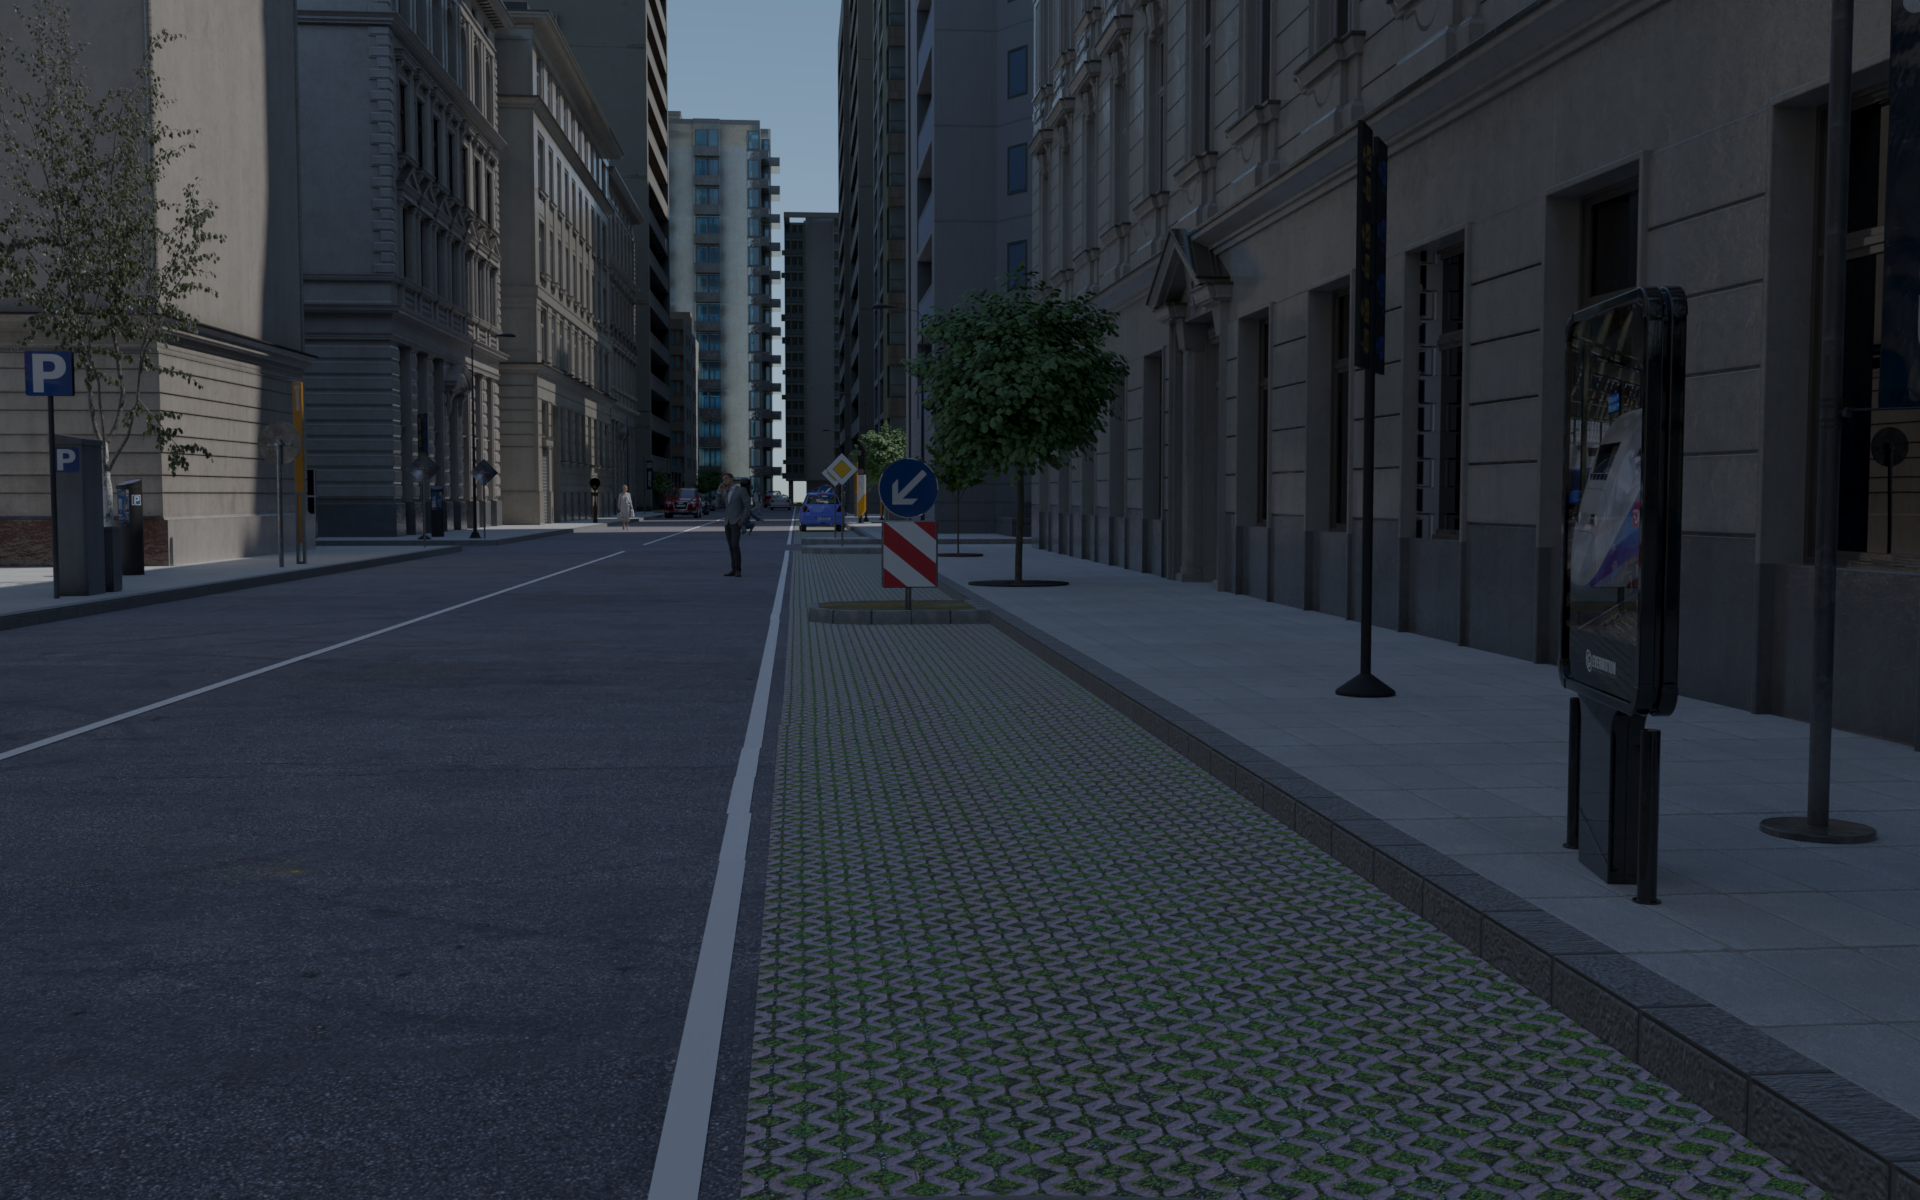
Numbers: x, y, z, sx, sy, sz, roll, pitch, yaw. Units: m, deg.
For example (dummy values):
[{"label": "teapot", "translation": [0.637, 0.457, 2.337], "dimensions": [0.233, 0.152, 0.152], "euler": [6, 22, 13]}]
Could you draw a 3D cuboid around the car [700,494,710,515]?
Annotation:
[{"label": "car", "translation": [-18.174, -6.681, 119.013], "dimensions": [2.009, 1.686, 4.222], "euler": [0, 4, -5]}]

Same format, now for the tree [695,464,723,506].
[{"label": "tree", "translation": [-27.047, -12.465, 187.519], "dimensions": [4.285, 4.588, 4.351], "euler": [0, 3, 0]}]

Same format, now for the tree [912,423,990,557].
[{"label": "tree", "translation": [-0.169, -2.506, 35.582], "dimensions": [1.663, 3.219, 1.824], "euler": [0, 3, 0]}]

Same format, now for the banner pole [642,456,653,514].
[{"label": "banner pole", "translation": [-20.523, -7.569, 113.767], "dimensions": [0.863, 3.779, 0.401], "euler": [1, 4, 17]}]

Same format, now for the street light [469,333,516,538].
[{"label": "street light", "translation": [-13.516, -4.742, 50.079], "dimensions": [1.470, 5.913, 1.316], "euler": [0, 4, -5]}]

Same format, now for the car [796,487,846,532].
[{"label": "car", "translation": [-5.356, -3.504, 66.877], "dimensions": [1.945, 1.707, 3.694], "euler": [0, 4, -7]}]

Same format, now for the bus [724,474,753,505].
[{"label": "bus", "translation": [-23.242, -11.439, 181.893], "dimensions": [2.948, 3.499, 13.247], "euler": [0, 4, -7]}]

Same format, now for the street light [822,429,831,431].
[{"label": "street light", "translation": [-9.186, -9.299, 124.578], "dimensions": [1.470, 5.913, 1.316], "euler": [0, 4, -5]}]

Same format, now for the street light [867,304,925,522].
[{"label": "street light", "translation": [-1.458, -4.279, 42.502], "dimensions": [1.470, 5.913, 1.316], "euler": [0, 4, -5]}]

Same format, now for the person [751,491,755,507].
[{"label": "person", "translation": [-23.400, -11.477, 196.143], "dimensions": [0.705, 1.824, 1.348], "euler": [1, 4, 21]}]

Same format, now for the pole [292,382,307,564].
[{"label": "pole", "translation": [-12.086, -2.315, 31.700], "dimensions": [0.158, 3.312, 0.155], "euler": [0, 3, 0]}]

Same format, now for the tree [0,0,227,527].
[{"label": "tree", "translation": [-12.581, -4.580, 25.242], "dimensions": [4.360, 8.622, 3.978], "euler": [0, 3, 0]}]

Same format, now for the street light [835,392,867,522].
[{"label": "street light", "translation": [-4.852, -6.531, 79.328], "dimensions": [1.470, 5.913, 1.316], "euler": [0, 4, -5]}]

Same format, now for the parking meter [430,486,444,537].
[{"label": "parking meter", "translation": [-15.633, -2.654, 51.803], "dimensions": [0.372, 1.533, 0.369], "euler": [0, 3, 0]}]

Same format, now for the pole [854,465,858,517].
[{"label": "pole", "translation": [-5.835, -6.331, 97.357], "dimensions": [0.158, 3.312, 0.155], "euler": [0, 3, 0]}]

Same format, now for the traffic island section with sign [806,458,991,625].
[{"label": "traffic island section with sign", "translation": [-0.740, -0.685, 19.829], "dimensions": [1.989, 1.847, 2.006], "euler": [0, 4, -5]}]

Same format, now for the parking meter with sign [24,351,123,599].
[{"label": "parking meter with sign", "translation": [-11.181, -1.573, 21.979], "dimensions": [0.543, 3.016, 1.738], "euler": [0, 4, -7]}]

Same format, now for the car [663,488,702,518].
[{"label": "car", "translation": [-16.614, -5.830, 103.985], "dimensions": [2.281, 1.827, 5.304], "euler": [0, 4, -6]}]

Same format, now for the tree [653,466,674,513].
[{"label": "tree", "translation": [-20.355, -7.580, 118.532], "dimensions": [1.663, 3.219, 1.824], "euler": [0, 3, 0]}]

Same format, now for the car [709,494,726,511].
[{"label": "car", "translation": [-20.279, -8.264, 147.123], "dimensions": [2.014, 1.417, 4.499], "euler": [0, 4, -4]}]

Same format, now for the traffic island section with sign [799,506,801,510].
[{"label": "traffic island section with sign", "translation": [-5.966, -4.093, 75.550], "dimensions": [1.989, 1.847, 2.006], "euler": [0, 4, -5]}]

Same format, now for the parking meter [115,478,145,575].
[{"label": "parking meter", "translation": [-13.135, -1.163, 27.421], "dimensions": [0.372, 1.533, 0.369], "euler": [0, 3, 0]}]

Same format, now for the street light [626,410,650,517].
[{"label": "street light", "translation": [-17.862, -7.545, 95.909], "dimensions": [1.470, 5.913, 1.316], "euler": [0, 4, -5]}]

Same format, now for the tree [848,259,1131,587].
[{"label": "tree", "translation": [0.762, -2.487, 24.375], "dimensions": [4.285, 4.588, 4.351], "euler": [0, 3, 0]}]

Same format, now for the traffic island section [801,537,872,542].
[{"label": "traffic island section", "translation": [-3.611, -1.723, 50.447], "dimensions": [2.009, 0.180, 2.903], "euler": [0, 4, -5]}]

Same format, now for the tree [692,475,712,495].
[{"label": "tree", "translation": [-26.725, -11.376, 180.592], "dimensions": [1.663, 3.219, 1.824], "euler": [0, 3, 0]}]

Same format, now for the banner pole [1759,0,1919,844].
[{"label": "banner pole", "translation": [3.410, -0.994, 6.272], "dimensions": [0.863, 3.779, 0.401], "euler": [3, 5, 42]}]

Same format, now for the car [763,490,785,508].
[{"label": "car", "translation": [-19.554, -10.584, 181.723], "dimensions": [2.281, 1.827, 5.304], "euler": [0, 4, -5]}]

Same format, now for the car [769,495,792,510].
[{"label": "car", "translation": [-15.984, -8.682, 154.309], "dimensions": [2.083, 1.381, 4.827], "euler": [0, 4, -5]}]

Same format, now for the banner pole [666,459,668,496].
[{"label": "banner pole", "translation": [-20.739, -8.112, 122.640], "dimensions": [0.401, 3.779, 0.863], "euler": [0, 4, -5]}]

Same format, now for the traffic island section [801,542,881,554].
[{"label": "traffic island section", "translation": [-2.866, -1.236, 42.497], "dimensions": [2.009, 0.180, 2.903], "euler": [0, 4, -5]}]

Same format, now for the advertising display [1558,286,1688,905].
[{"label": "advertising display", "translation": [2.196, -0.036, 5.807], "dimensions": [0.123, 1.923, 0.974], "euler": [0, 4, 5]}]
